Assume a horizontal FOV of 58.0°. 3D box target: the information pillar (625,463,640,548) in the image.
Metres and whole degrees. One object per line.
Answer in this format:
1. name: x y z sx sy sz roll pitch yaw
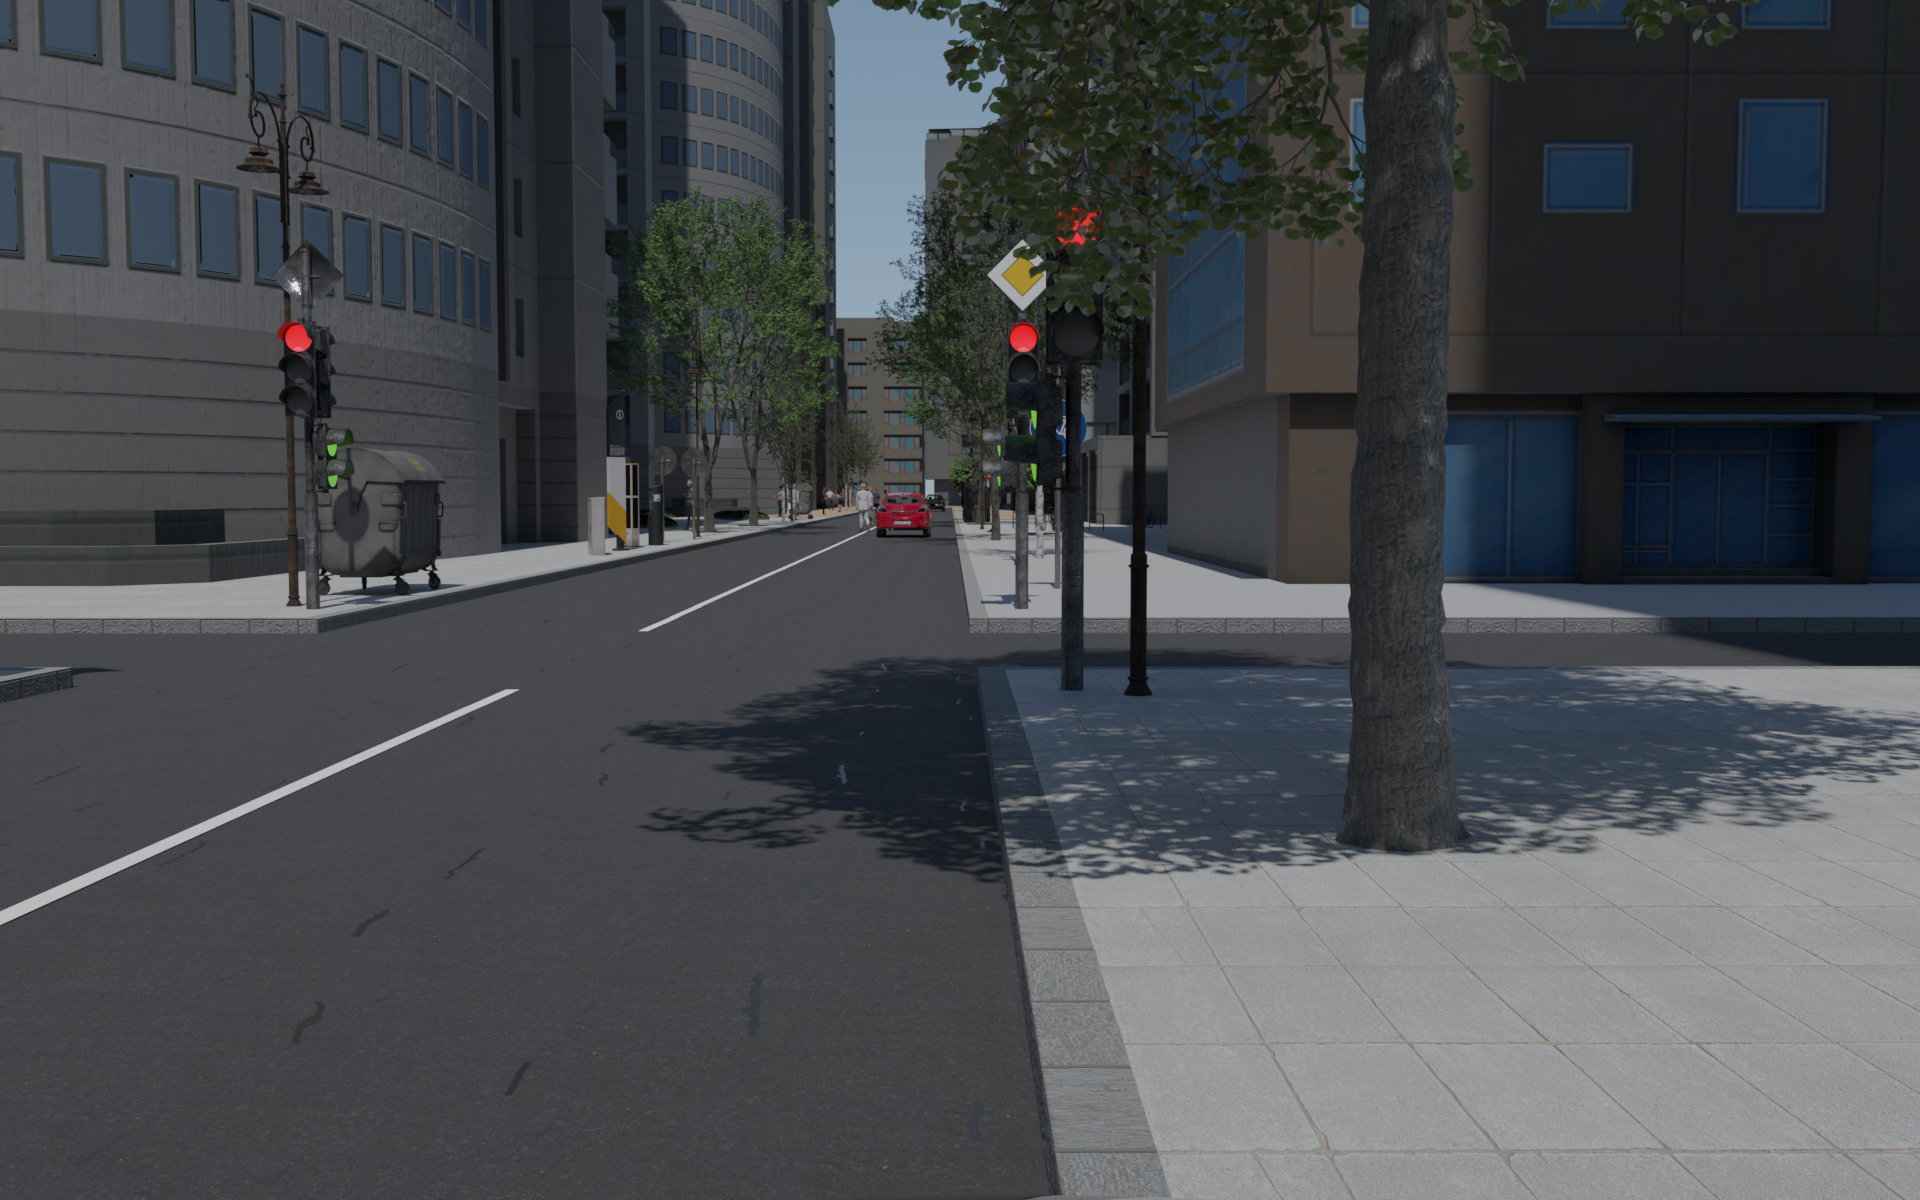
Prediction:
1. information pillar: -7.915 -2.269 41.595 0.304 2.012 0.304 2 4 25

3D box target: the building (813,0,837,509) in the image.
1. building: -22.421 -32.603 156.761 21.600 48.544 21.300 0 4 0

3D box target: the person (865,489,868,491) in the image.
1. person: -8.241 -9.059 154.878 0.721 1.735 1.217 0 4 6

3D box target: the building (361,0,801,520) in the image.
1. building: -21.723 -34.603 107.765 21.231 58.520 28.212 0 4 0

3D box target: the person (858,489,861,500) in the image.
1. person: -9.196 -9.260 158.368 0.530 1.710 0.541 1 4 18

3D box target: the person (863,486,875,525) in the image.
1. person: -4.270 -4.399 80.653 0.641 1.798 0.478 1 4 22

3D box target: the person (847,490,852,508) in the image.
1. person: -10.542 -9.655 164.345 0.568 1.767 0.683 2 4 24

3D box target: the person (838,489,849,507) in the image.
1. person: -10.741 -9.358 159.590 0.990 1.755 0.434 1 4 17

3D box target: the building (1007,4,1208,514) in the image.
1. building: 10.789 -29.707 135.820 14.600 45.320 14.200 0 4 0

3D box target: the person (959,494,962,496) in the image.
1. person: 0.202 -7.790 133.945 0.750 1.759 0.617 1 4 11

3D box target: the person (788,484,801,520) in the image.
1. person: -8.173 -4.827 85.319 0.624 1.780 0.694 -3 5 -45

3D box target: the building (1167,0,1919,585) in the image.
1. building: 11.322 -23.224 29.830 14.200 45.320 14.600 0 4 0

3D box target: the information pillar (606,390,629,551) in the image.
1. information pillar: -7.731 -2.914 39.006 0.183 3.616 0.504 3 4 39

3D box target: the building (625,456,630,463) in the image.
1. building: -29.497 -29.412 70.130 28.713 52.752 27.495 0 4 0

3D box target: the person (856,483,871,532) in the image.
1. person: -3.644 -3.500 65.605 0.514 1.842 0.818 -1 4 -21

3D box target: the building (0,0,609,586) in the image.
1. building: -20.560 -30.105 34.218 21.231 58.520 28.212 0 4 0

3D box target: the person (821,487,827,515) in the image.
1. person: -8.385 -6.181 107.825 0.721 1.735 1.217 0 4 -6

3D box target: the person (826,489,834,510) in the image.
1. person: -10.295 -7.957 137.074 0.756 1.711 0.436 0 4 1

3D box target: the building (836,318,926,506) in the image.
1. building: -18.512 -21.382 194.639 28.899 21.520 27.650 0 4 0

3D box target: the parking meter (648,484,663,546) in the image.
1. parking meter: -7.603 -2.131 43.249 0.372 1.533 0.369 0 3 0

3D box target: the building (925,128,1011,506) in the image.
1. building: 3.173 -30.832 187.692 14.086 41.232 14.154 0 4 0

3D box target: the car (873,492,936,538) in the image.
1. car: -1.886 -3.032 58.619 2.155 1.783 4.494 0 4 0

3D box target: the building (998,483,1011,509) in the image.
1. building: 19.492 -28.343 155.285 32.217 40.220 23.993 0 4 0

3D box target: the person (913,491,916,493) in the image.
1. person: -3.172 -6.656 118.796 0.593 1.643 0.415 2 4 24

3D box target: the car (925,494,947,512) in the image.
1. car: -2.075 -8.152 143.074 2.009 1.686 4.222 0 4 1

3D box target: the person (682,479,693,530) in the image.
1. person: -9.563 -3.356 61.094 0.526 1.800 0.537 0 4 -7

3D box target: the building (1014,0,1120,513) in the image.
1. building: 17.435 -32.141 114.747 28.713 52.752 27.495 0 4 0

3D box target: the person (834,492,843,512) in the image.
1. person: -8.727 -7.020 124.059 0.697 1.427 0.421 1 4 17

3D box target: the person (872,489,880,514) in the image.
1. person: -5.459 -6.192 110.186 0.683 1.767 0.568 -1 4 -20

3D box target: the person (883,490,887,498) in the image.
1. person: -5.282 -7.104 125.367 0.721 1.735 1.217 1 4 19

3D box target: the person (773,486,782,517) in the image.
1. person: -10.167 -5.546 97.431 0.721 1.736 1.217 -3 5 -40

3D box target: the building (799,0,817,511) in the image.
1. building: -18.434 -27.301 129.965 14.154 41.232 14.086 0 4 0

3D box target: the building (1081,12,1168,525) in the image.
1. building: 15.962 -38.947 75.038 20.563 71.187 20.611 0 4 0
